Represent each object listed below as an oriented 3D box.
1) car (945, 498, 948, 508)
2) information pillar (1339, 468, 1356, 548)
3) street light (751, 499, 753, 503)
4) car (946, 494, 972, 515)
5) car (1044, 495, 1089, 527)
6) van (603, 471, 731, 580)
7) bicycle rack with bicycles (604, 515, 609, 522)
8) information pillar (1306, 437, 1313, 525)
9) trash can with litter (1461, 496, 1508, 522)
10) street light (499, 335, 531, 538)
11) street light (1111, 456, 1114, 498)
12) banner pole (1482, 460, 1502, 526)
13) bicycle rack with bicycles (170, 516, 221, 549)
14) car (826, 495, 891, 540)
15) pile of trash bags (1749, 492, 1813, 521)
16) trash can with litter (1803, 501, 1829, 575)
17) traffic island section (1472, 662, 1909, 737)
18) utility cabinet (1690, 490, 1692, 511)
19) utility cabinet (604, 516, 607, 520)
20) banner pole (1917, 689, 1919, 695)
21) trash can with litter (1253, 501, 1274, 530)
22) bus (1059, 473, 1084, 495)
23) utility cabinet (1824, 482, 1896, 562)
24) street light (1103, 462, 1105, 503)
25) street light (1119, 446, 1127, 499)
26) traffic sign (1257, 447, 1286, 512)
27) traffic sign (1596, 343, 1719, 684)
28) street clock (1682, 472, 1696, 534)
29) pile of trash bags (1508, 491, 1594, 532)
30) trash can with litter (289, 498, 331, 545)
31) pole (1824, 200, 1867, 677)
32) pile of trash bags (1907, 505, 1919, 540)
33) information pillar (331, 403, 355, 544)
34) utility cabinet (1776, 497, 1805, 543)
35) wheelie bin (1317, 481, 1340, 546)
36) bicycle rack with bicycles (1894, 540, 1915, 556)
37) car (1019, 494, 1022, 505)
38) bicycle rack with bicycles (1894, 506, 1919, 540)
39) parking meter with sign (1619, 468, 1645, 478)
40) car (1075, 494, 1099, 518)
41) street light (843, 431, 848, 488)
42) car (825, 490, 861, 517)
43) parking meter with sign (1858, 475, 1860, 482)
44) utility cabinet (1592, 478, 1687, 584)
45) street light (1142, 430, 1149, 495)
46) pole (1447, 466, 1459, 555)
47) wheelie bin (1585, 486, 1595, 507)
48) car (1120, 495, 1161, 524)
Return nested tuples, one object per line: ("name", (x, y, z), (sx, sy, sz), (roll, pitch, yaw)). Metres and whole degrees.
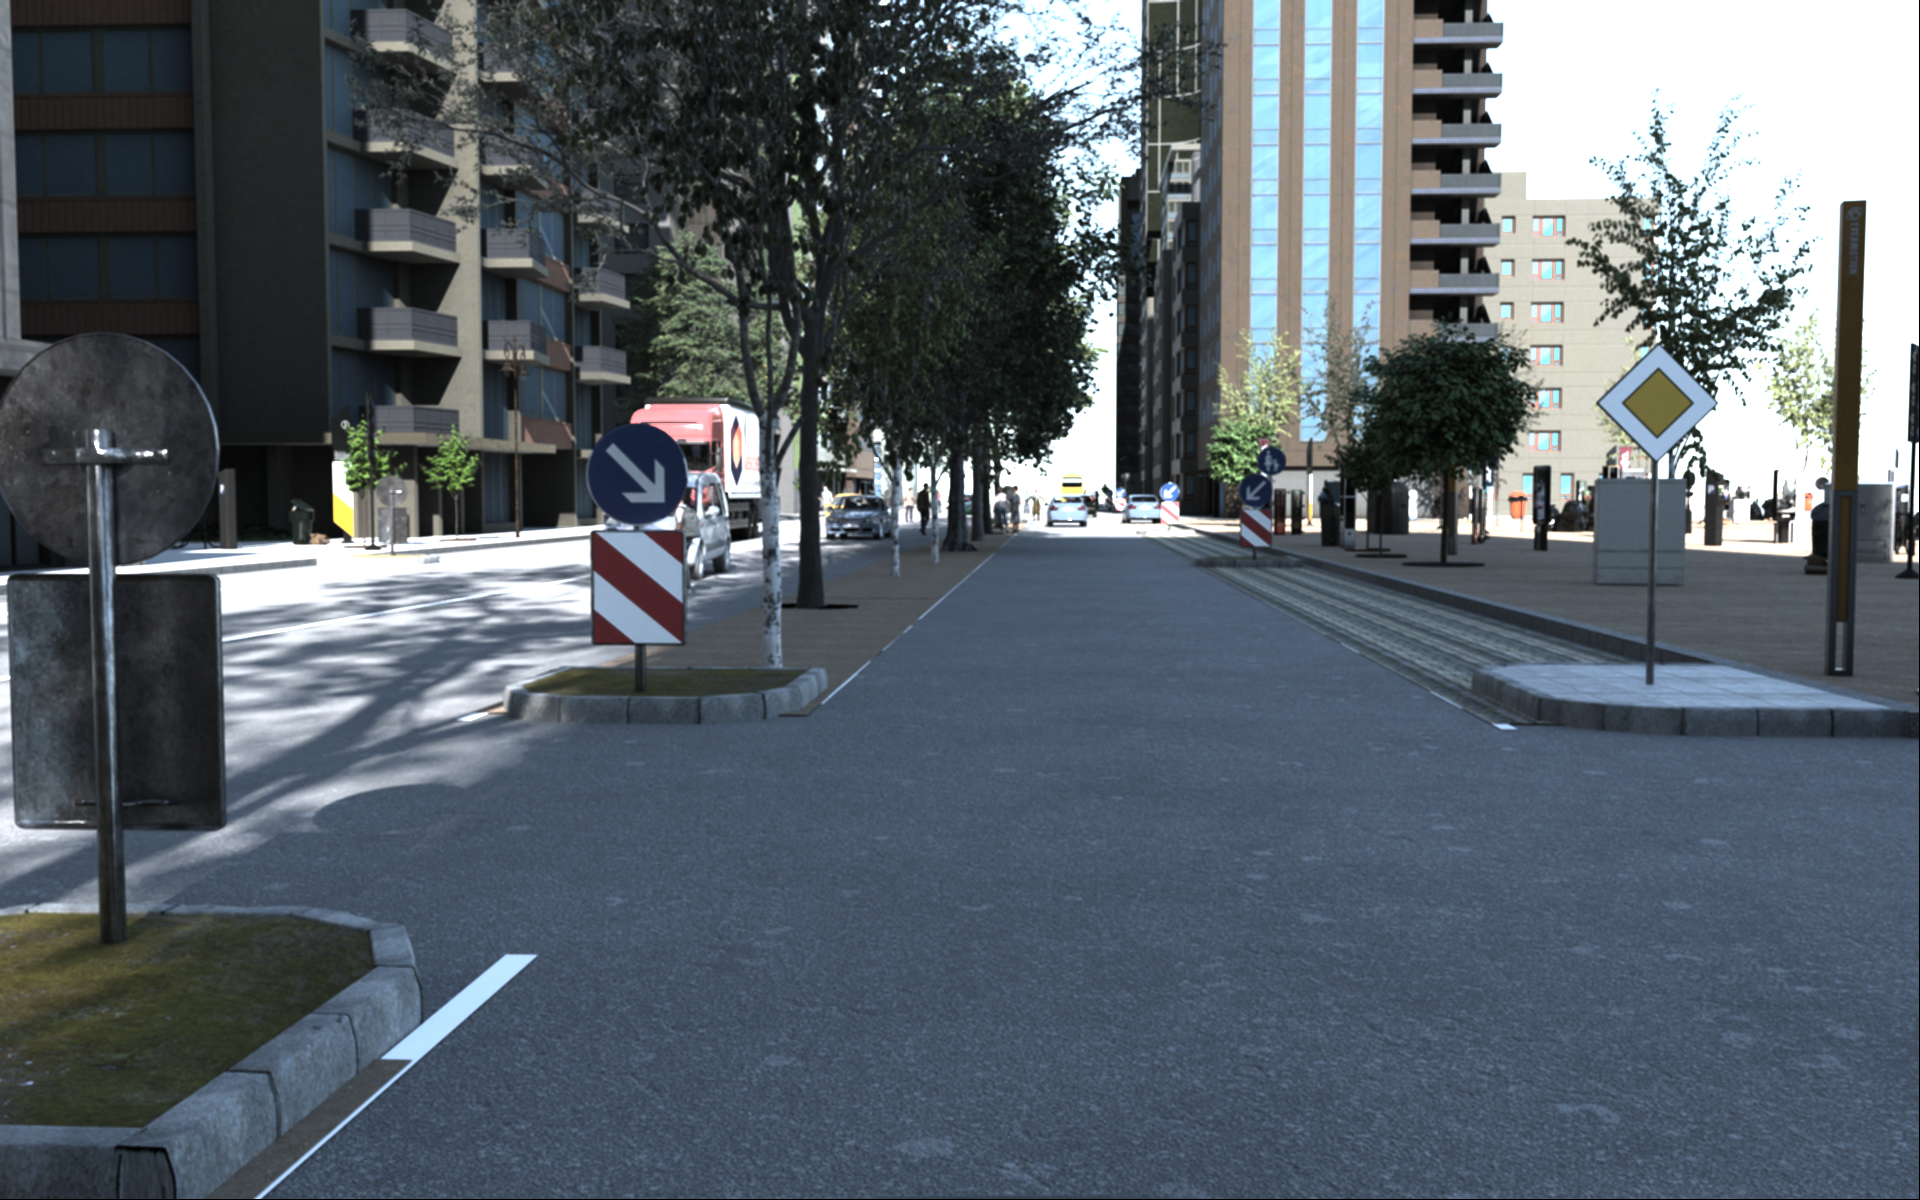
("car", (-0.489, -9.892, 174.098), (2.083, 1.381, 4.827), (0, 4, 4))
("information pillar", (9.268, -2.255, 41.369), (0.304, 2.012, 0.304), (0, 4, -7))
("street light", (-10.747, -7.133, 89.410), (0.468, 5.910, 1.993), (0, 4, 3))
("car", (0.285, -5.580, 103.036), (2.131, 1.459, 4.920), (0, 4, 4))
("car", (4.719, -3.951, 76.596), (2.014, 1.417, 4.499), (0, 4, 2))
("van", (-5.099, -1.422, 30.266), (2.013, 2.044, 4.112), (0, 4, 2))
("bicycle rack with bicycles", (-15.333, -4.045, 79.512), (2.852, 0.926, 2.925), (1, 4, 18))
("information pillar", (14.502, -4.925, 71.882), (0.183, 3.616, 0.504), (0, 4, -6))
("trash can with litter", (24.275, -4.239, 80.361), (2.233, 1.210, 1.678), (2, 4, 24))
("street light", (-12.942, -4.753, 50.502), (0.468, 5.910, 1.993), (0, 4, 3))
("street light", (18.321, -14.411, 208.404), (0.468, 5.910, 1.993), (0, 4, 3))
("banner pole", (21.369, -4.866, 69.572), (0.863, 3.779, 0.401), (0, 4, 4))
("bicycle rack with bicycles", (-18.862, -1.632, 40.066), (2.925, 0.926, 2.852), (1, 4, 12))
("car", (-3.215, -2.690, 55.988), (2.014, 1.417, 4.499), (0, 4, 5))
("pile of trash bags", (39.884, -4.537, 83.932), (3.447, 1.369, 1.912), (-1, 4, -17))
("trash can with litter", (13.972, -1.008, 27.861), (0.624, 1.170, 1.055), (3, 4, 38))
("traffic island section", (4.677, 0.647, 11.702), (2.009, 0.180, 2.903), (0, 4, 3))
("utility cabinet", (23.375, -2.949, 56.893), (1.173, 1.500, 0.318), (0, 4, 7))
("utility cabinet", (-17.973, -4.677, 85.141), (1.173, 1.500, 0.318), (0, 4, 7))
("banner pole", (6.495, -1.285, 11.021), (0.863, 3.779, 0.401), (-2, 4, -35))
("trash can with litter", (8.604, -2.322, 49.354), (0.624, 1.170, 1.055), (0, 4, 5))
("bus", (12.913, -12.739, 199.833), (2.896, 3.916, 12.252), (0, 4, 3))
("utility cabinet", (17.011, -1.475, 32.789), (1.173, 1.500, 0.318), (3, 5, 40))
("street light", (20.447, -16.684, 245.565), (0.468, 5.910, 1.993), (0, 4, 3))
("street light", (15.953, -12.139, 171.256), (0.468, 5.910, 1.993), (0, 4, 3))
("traffic sign", (8.425, -2.861, 46.880), (0.768, 2.556, 0.104), (0, 4, 5))
("traffic sign", (4.653, -0.488, 11.627), (0.795, 2.450, 0.064), (0, 4, 3))
("street clock", (23.508, -3.139, 55.891), (0.358, 2.002, 0.471), (0, 4, -5))
("pile of trash bags", (20.154, -2.987, 58.583), (3.447, 1.369, 1.912), (-1, 4, -13))
("trash can with litter", (-16.335, -1.969, 43.588), (1.055, 1.170, 0.624), (1, 4, 17))
("pole", (6.221, -1.121, 12.164), (0.158, 3.312, 0.155), (0, 3, 0))
("pile of trash bags", (28.174, -2.331, 47.858), (3.447, 1.369, 1.912), (-1, 4, -9))
("information pillar", (-15.926, -3.263, 44.701), (0.504, 3.616, 0.183), (-3, 4, -39))
("utility cabinet", (22.074, -2.132, 46.022), (1.020, 1.237, 0.306), (-3, 5, -41))
("wheelie bin", (9.259, -2.133, 42.777), (0.980, 1.594, 0.693), (-1, 4, -23))
("bicycle rack with bicycles", (19.768, -1.456, 37.183), (2.852, 0.926, 2.925), (3, 4, 36))
("car", (7.461, -13.859, 235.640), (2.155, 1.783, 4.494), (0, 4, 2))
("bicycle rack with bicycles", (29.228, -2.373, 52.183), (2.852, 0.926, 2.925), (1, 4, 8))
("parking meter with sign", (19.697, -3.346, 50.964), (1.738, 3.016, 0.543), (0, 4, 0))
("car", (7.599, -5.947, 107.025), (2.009, 1.686, 4.222), (0, 4, 4))
("street light", (-8.395, -9.448, 127.261), (0.468, 5.910, 1.993), (0, 4, 3))
("car", (-4.920, -4.056, 76.542), (2.015, 1.641, 3.980), (0, 4, 2))
("parking meter with sign", (32.225, -4.058, 62.606), (0.543, 3.016, 1.738), (3, 5, 43))
("utility cabinet", (9.562, -0.961, 24.392), (1.173, 1.500, 0.318), (1, 4, 10))
("street light", (13.406, -9.319, 125.158), (0.468, 5.910, 1.993), (0, 4, 3))
("pole", (10.391, -2.606, 36.452), (0.158, 3.312, 0.155), (0, 3, 0))
("wheelie bin", (24.421, -3.597, 66.723), (0.693, 1.594, 0.980), (-2, 4, -24))
("car", (8.835, -4.414, 84.175), (2.014, 1.417, 4.499), (0, 4, 2))
